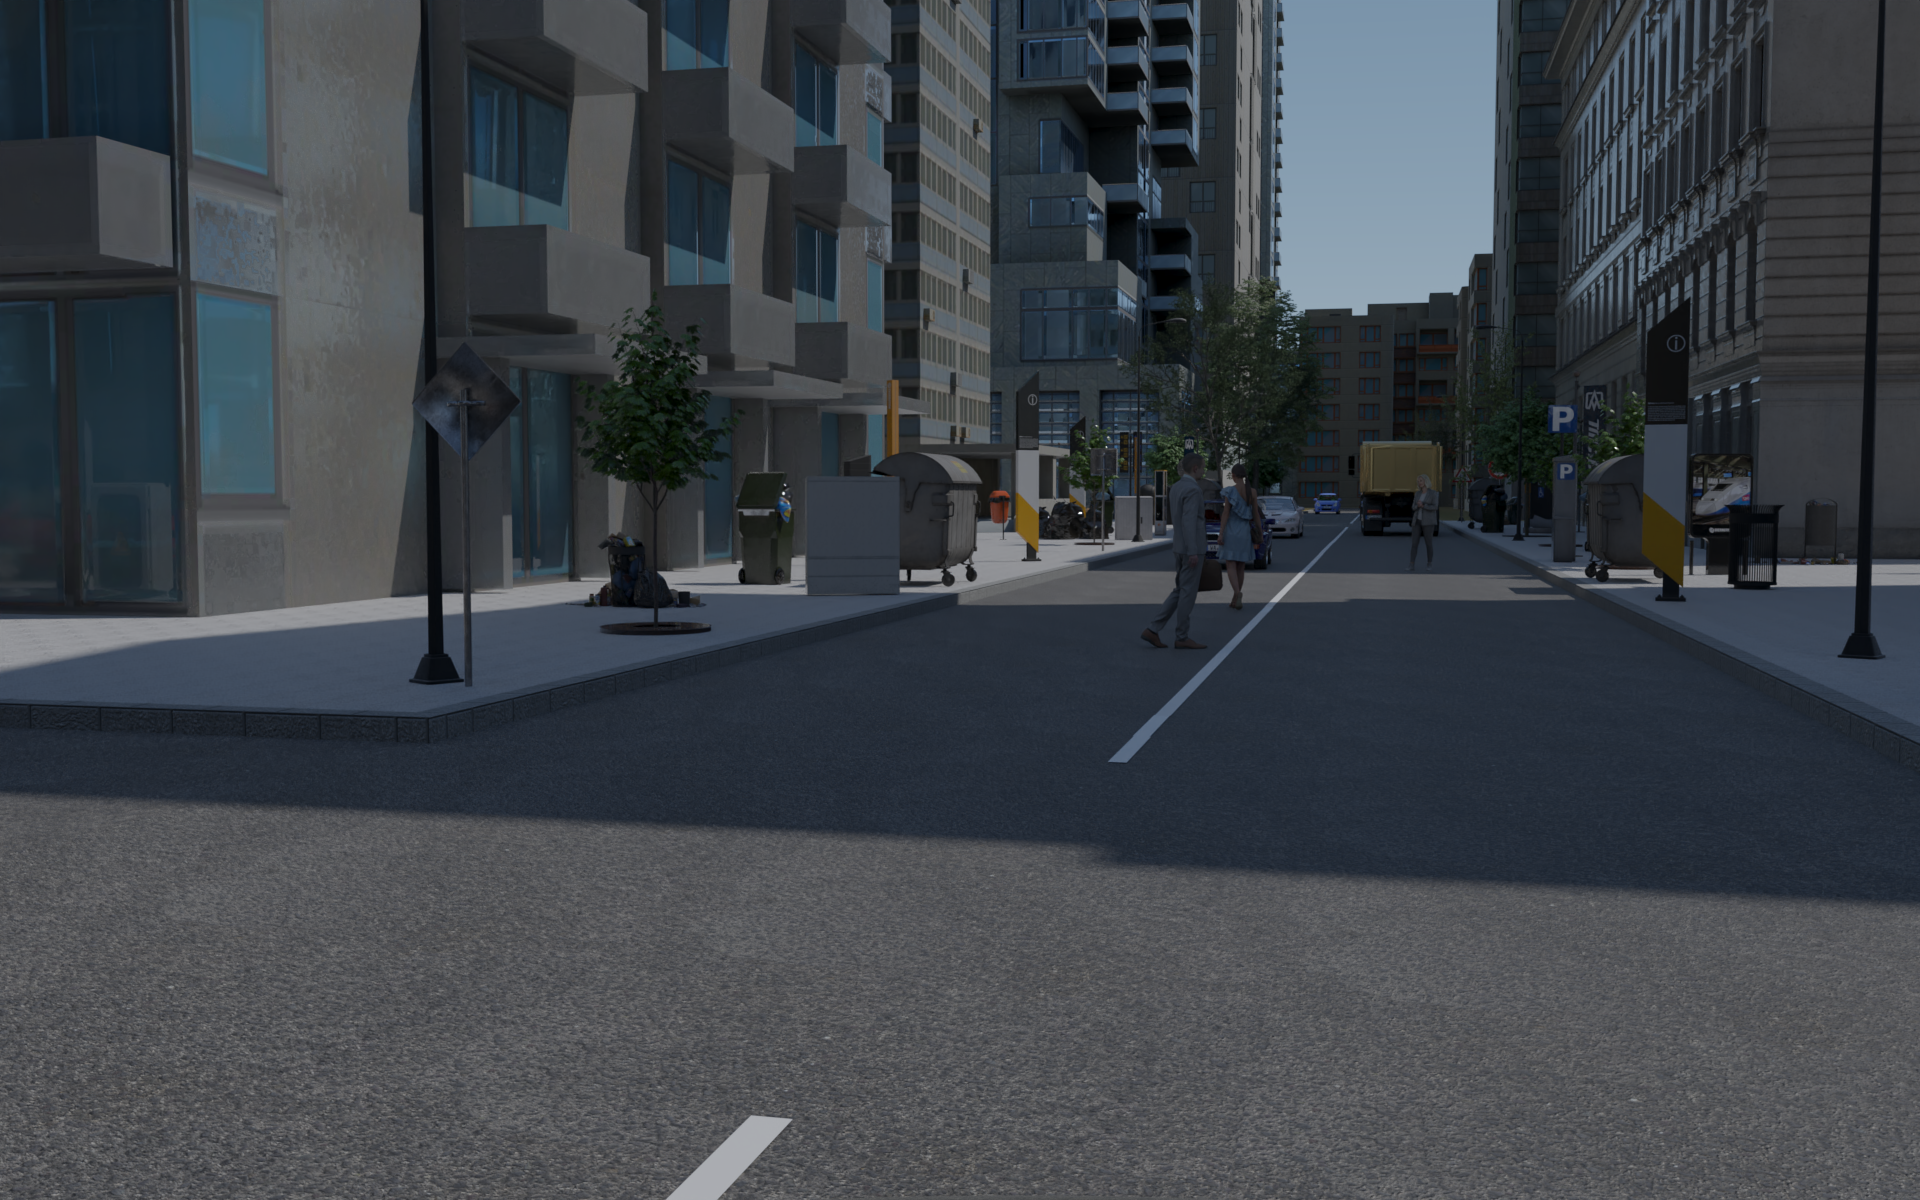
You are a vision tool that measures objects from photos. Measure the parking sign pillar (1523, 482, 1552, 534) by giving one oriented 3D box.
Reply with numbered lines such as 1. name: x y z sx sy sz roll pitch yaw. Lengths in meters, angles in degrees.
1. parking sign pillar: 19.233 -4.176 56.751 1.447 3.967 1.447 -1 4 -12

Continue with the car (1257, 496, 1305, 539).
1. car: 10.392 -2.757 57.439 2.083 1.381 4.827 1 4 14

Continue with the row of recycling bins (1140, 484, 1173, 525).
1. row of recycling bins: 8.730 -3.998 72.474 3.534 1.692 1.069 -3 5 -45

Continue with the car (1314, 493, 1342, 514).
1. car: 26.170 -6.950 123.218 1.945 1.707 3.694 1 4 14

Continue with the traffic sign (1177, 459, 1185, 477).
1. traffic sign: 7.843 -3.646 59.722 0.768 2.556 0.104 1 4 20

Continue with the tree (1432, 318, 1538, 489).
1. tree: 22.434 -7.525 73.402 4.737 8.622 4.395 0 3 0

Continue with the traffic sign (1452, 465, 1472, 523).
1. traffic sign: 22.608 -4.769 77.977 0.884 2.594 0.081 1 4 18

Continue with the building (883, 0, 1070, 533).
1. building: -12.060 -22.944 67.017 32.217 40.220 23.993 1 4 14

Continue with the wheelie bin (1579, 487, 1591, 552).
1. wheelie bin: 14.265 -1.871 38.499 0.980 1.594 0.693 2 4 34

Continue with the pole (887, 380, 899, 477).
1. pole: -1.206 -2.279 31.112 0.158 3.312 0.155 0 3 0

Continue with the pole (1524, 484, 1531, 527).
1. pole: 20.945 -4.283 63.874 0.158 3.312 0.155 0 3 0

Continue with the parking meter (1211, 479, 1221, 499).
1. parking meter: 9.776 -3.711 66.379 0.255 1.863 0.399 -3 4 -36

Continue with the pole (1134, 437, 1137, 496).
1. pole: 6.351 -4.182 62.222 0.158 3.312 0.155 0 3 0

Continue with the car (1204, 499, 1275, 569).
1. car: 5.264 -1.327 34.269 1.945 1.354 3.894 1 4 12

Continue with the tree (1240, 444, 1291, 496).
1. tree: 18.332 -7.420 105.037 4.285 4.588 4.351 0 3 0

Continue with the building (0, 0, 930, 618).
1. building: -14.174 -25.167 31.085 23.786 49.044 30.456 1 4 14

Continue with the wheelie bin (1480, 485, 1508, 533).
1. wheelie bin: 17.712 -3.026 57.377 0.980 1.594 0.693 -3 4 -37

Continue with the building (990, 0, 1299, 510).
1. building: 20.734 -53.179 182.154 31.000 86.520 22.319 1 4 14

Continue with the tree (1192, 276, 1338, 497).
1. tree: 15.913 -10.544 90.514 7.486 12.596 7.792 0 3 0

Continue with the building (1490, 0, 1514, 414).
1. building: 47.878 -31.671 107.061 28.713 52.752 27.495 1 4 14

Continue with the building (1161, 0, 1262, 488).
1. building: 11.090 -33.985 144.894 27.495 52.752 28.713 1 4 14

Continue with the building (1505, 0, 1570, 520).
1. building: 35.555 -19.428 89.356 14.160 30.474 14.107 1 4 14

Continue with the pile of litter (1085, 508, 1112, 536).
1. pile of litter: 3.829 -2.419 53.510 1.719 0.858 1.176 3 5 42

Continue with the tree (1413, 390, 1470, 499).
1. tree: 33.995 -10.554 122.916 4.360 8.622 3.978 0 3 0

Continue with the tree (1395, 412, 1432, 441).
1. tree: 40.225 -12.250 150.653 4.737 8.622 4.395 0 3 0

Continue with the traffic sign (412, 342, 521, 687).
1. traffic sign: -3.273 -0.480 11.483 0.795 2.450 0.064 1 4 14

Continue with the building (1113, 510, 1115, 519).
1. building: 3.664 -48.227 101.187 22.319 86.520 31.000 1 4 14

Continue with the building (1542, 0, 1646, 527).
1. building: 31.280 -14.137 64.431 16.112 22.955 30.059 1 4 14

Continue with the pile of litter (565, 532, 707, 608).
1. pile of litter: -3.739 -0.367 19.966 1.719 0.858 1.176 3 4 37

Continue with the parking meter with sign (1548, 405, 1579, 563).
1. parking meter with sign: 11.557 -2.257 33.161 0.543 3.016 1.738 1 4 16

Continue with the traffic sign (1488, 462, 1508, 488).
1. traffic sign: 18.354 -3.598 58.934 0.768 2.556 0.104 1 4 20

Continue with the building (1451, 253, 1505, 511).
1. building: 53.780 -17.770 135.586 27.650 21.520 28.899 1 4 14

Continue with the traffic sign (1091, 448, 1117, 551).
1. traffic sign: 3.216 -2.247 38.862 0.606 2.300 0.079 1 4 19

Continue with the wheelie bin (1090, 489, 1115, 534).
1. wheelie bin: 4.618 -2.956 56.240 0.693 1.594 0.980 -1 4 -22

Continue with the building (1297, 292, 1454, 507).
1. building: 50.264 -20.416 178.840 28.899 21.520 27.650 1 4 14

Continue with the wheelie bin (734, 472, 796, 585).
1. wheelie bin: -2.777 -1.028 24.713 0.980 1.594 0.693 1 4 22

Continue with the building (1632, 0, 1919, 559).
1. building: 22.545 -11.771 41.603 9.793 20.994 18.267 1 4 14

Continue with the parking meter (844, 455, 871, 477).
1. parking meter: -1.538 -1.231 25.833 0.399 1.863 0.255 -2 4 -25
